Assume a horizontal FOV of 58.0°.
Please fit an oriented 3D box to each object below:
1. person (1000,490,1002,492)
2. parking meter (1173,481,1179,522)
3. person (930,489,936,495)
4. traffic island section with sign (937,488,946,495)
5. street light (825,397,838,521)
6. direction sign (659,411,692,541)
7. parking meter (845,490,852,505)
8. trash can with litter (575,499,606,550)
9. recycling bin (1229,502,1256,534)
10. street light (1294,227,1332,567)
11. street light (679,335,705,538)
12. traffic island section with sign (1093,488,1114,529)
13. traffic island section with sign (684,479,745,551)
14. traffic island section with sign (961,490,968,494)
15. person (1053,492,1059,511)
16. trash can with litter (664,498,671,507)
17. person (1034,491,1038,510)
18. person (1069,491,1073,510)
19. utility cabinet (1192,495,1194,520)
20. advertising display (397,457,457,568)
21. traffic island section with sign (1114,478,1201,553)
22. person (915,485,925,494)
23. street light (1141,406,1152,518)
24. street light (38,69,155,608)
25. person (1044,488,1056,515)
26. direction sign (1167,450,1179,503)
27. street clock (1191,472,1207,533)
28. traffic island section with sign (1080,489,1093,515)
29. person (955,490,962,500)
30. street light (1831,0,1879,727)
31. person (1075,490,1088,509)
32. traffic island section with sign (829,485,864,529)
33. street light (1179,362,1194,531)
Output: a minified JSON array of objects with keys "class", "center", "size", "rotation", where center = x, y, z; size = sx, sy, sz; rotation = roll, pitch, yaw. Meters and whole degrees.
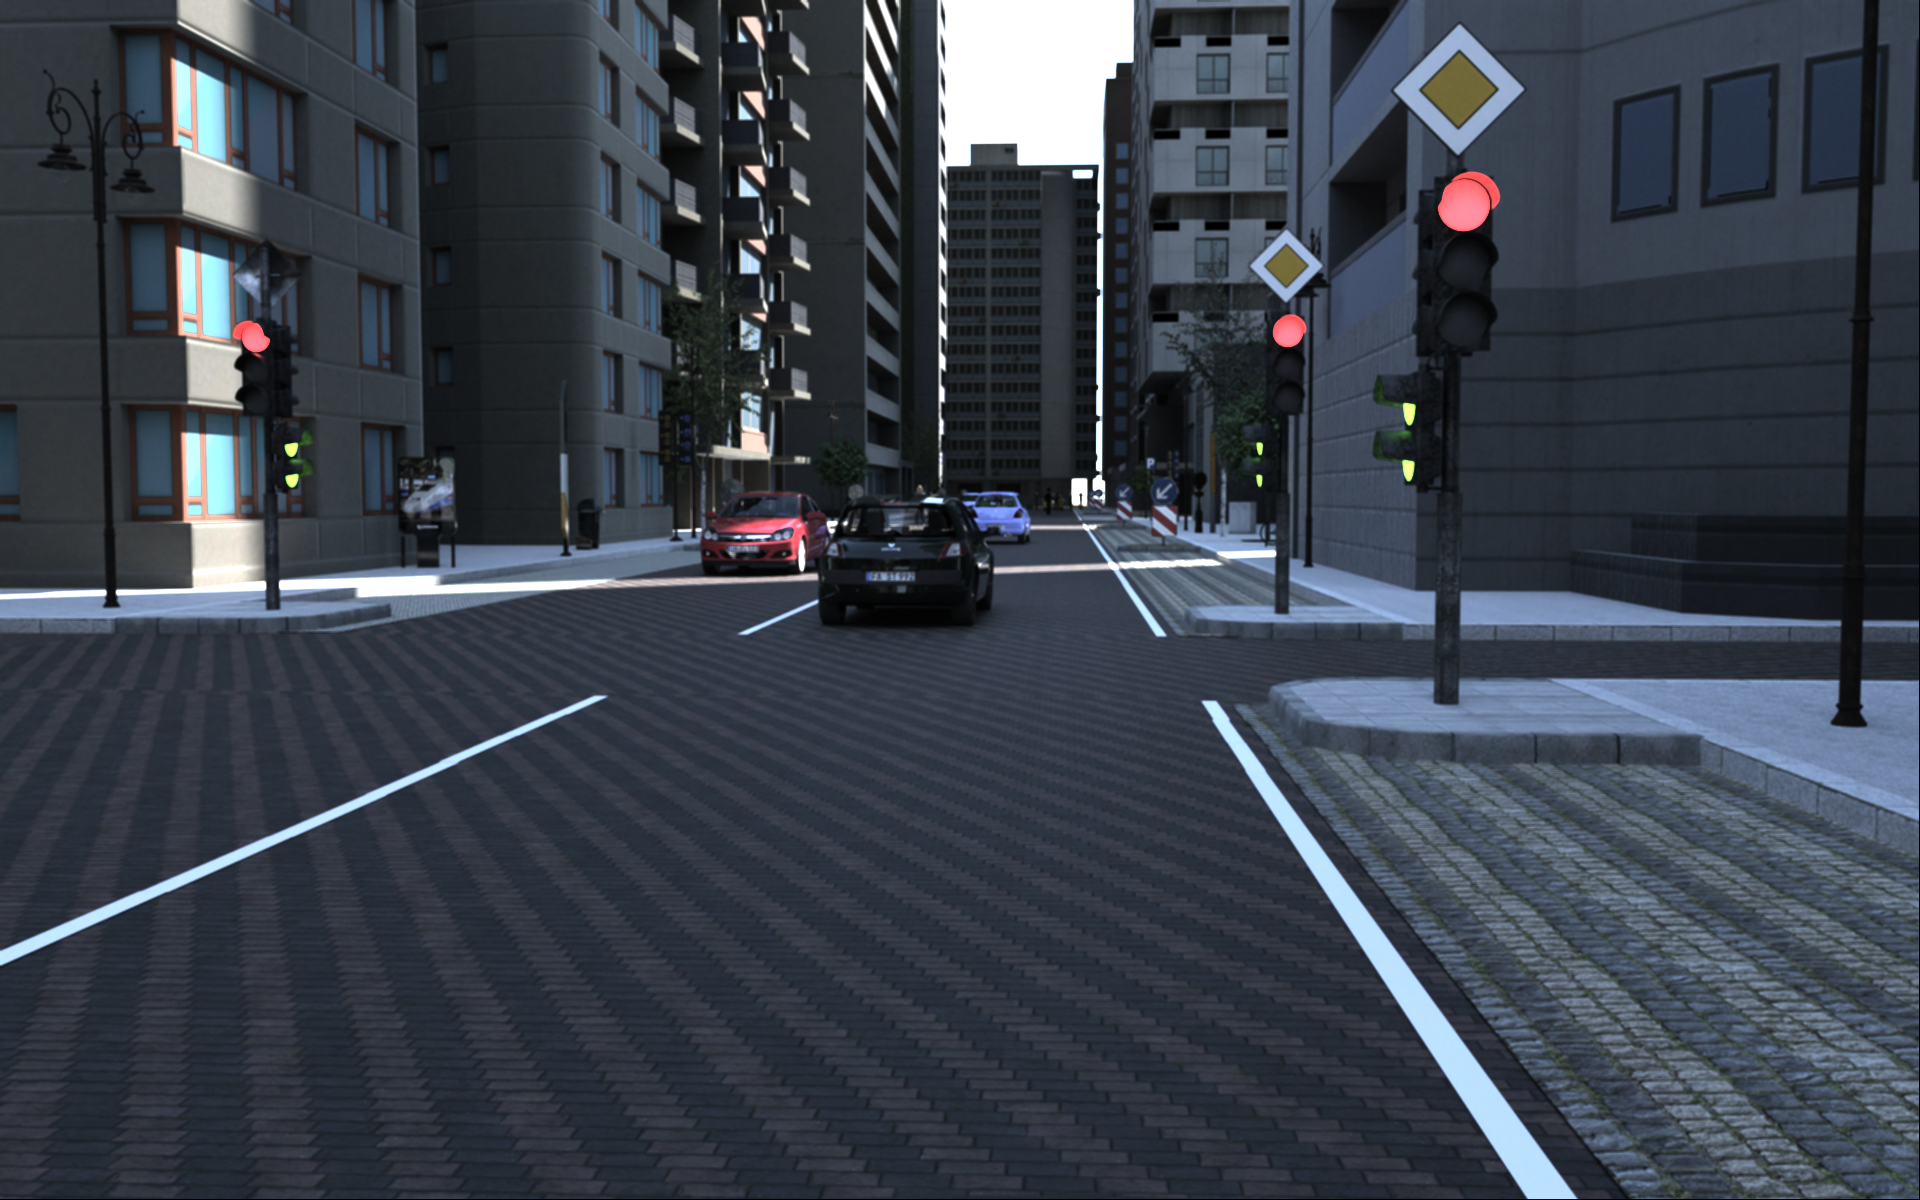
[{"class":"person","center":[3.163,-7.757,136.041],"size":[1.217,1.735,0.721],"rotation":[-1,4,-12]},{"class":"parking meter","center":[9.959,-4.535,79.858],"size":[0.255,1.863,0.399],"rotation":[0,4,-2]},{"class":"person","center":[-1.786,-6.203,110.726],"size":[0.445,1.727,0.742],"rotation":[1,4,19]},{"class":"traffic island section with sign","center":[-1.242,-6.903,121.498],"size":[1.989,1.847,2.006],"rotation":[0,4,3]},{"class":"street light","center":[-5.967,-6.612,80.894],"size":[0.468,5.910,1.993],"rotation":[0,4,3]},{"class":"direction sign","center":[-7.748,-3.375,47.178],"size":[0.876,3.537,0.379],"rotation":[-1,4,-13]},{"class":"parking meter","center":[-6.076,-5.276,94.669],"size":[0.372,1.533,0.369],"rotation":[0,3,0]},{"class":"trash can with litter","center":[-8.609,-1.765,40.250],"size":[0.624,1.170,1.055],"rotation":[0,4,-4]},{"class":"recycling bin","center":[9.117,-2.650,55.875],"size":[0.722,1.027,0.722],"rotation":[2,4,27]},{"class":"street light","center":[6.127,-3.517,30.283],"size":[0.468,5.910,1.993],"rotation":[0,4,3]},{"class":"street light","center":[-7.780,-4.751,50.460],"size":[0.468,5.910,1.993],"rotation":[0,4,3]},{"class":"traffic island section with sign","center":[6.572,-3.797,70.714],"size":[1.989,1.847,2.006],"rotation":[0,4,3]},{"class":"traffic island section with sign","center":[-5.843,-2.168,44.068],"size":[1.989,1.847,2.006],"rotation":[0,4,3]},{"class":"traffic island section with sign","center":[0.390,-8.582,148.950],"size":[1.989,1.847,2.006],"rotation":[0,4,3]},{"class":"person","center":[8.040,-8.245,144.780],"size":[0.415,1.643,0.593],"rotation":[3,5,45]},{"class":"trash can with litter","center":[-9.304,-2.527,52.706],"size":[1.055,1.170,0.624],"rotation":[-1,4,-11]},{"class":"person","center":[6.928,-9.162,159.100],"size":[0.445,1.727,0.742],"rotation":[-3,4,-36]},{"class":"person","center":[9.630,-8.712,151.668],"size":[0.721,1.736,1.217],"rotation":[1,4,9]},{"class":"utility cabinet","center":[11.765,-4.581,86.058],"size":[0.306,1.237,1.020],"rotation":[1,4,18]},{"class":"advertising display","center":[-9.285,-1.529,30.206],"size":[0.974,1.923,0.123],"rotation":[0,4,-7]},{"class":"traffic island section with sign","center":[4.933,-2.111,43.137],"size":[1.989,1.847,2.006],"rotation":[0,4,3]},{"class":"person","center":[-1.649,-3.988,73.887],"size":[0.709,1.800,0.728],"rotation":[2,4,24]},{"class":"street light","center":[9.819,-7.250,91.322],"size":[0.468,5.910,1.993],"rotation":[0,4,3]},{"class":"street light","center":[-9.625,-2.855,19.471],"size":[0.468,5.910,1.993],"rotation":[0,4,3]},{"class":"person","center":[6.016,-6.651,116.878],"size":[0.705,1.869,1.348],"rotation":[-2,4,-28]},{"class":"direction sign","center":[10.844,-5.891,88.312],"size":[0.876,3.537,0.379],"rotation":[-3,5,-42]},{"class":"street clock","center":[7.899,-3.222,57.243],"size":[0.471,2.002,0.358],"rotation":[-2,4,-25]},{"class":"traffic island section with sign","center":[9.519,-6.821,120.156],"size":[1.989,1.847,2.006],"rotation":[0,4,3]},{"class":"person","center":[0.016,-8.139,142.298],"size":[1.217,1.743,0.721],"rotation":[0,4,-2]},{"class":"street light","center":[4.937,-2.242,9.441],"size":[0.468,5.910,1.993],"rotation":[0,4,3]},{"class":"person","center":[11.599,-9.634,165.983],"size":[1.348,1.831,0.705],"rotation":[-1,4,-16]},{"class":"traffic island section with sign","center":[-4.249,-3.813,70.976],"size":[1.989,1.847,2.006],"rotation":[0,4,3]},{"class":"street light","center":[7.961,-5.387,60.866],"size":[0.468,5.910,1.993],"rotation":[0,4,3]}]
